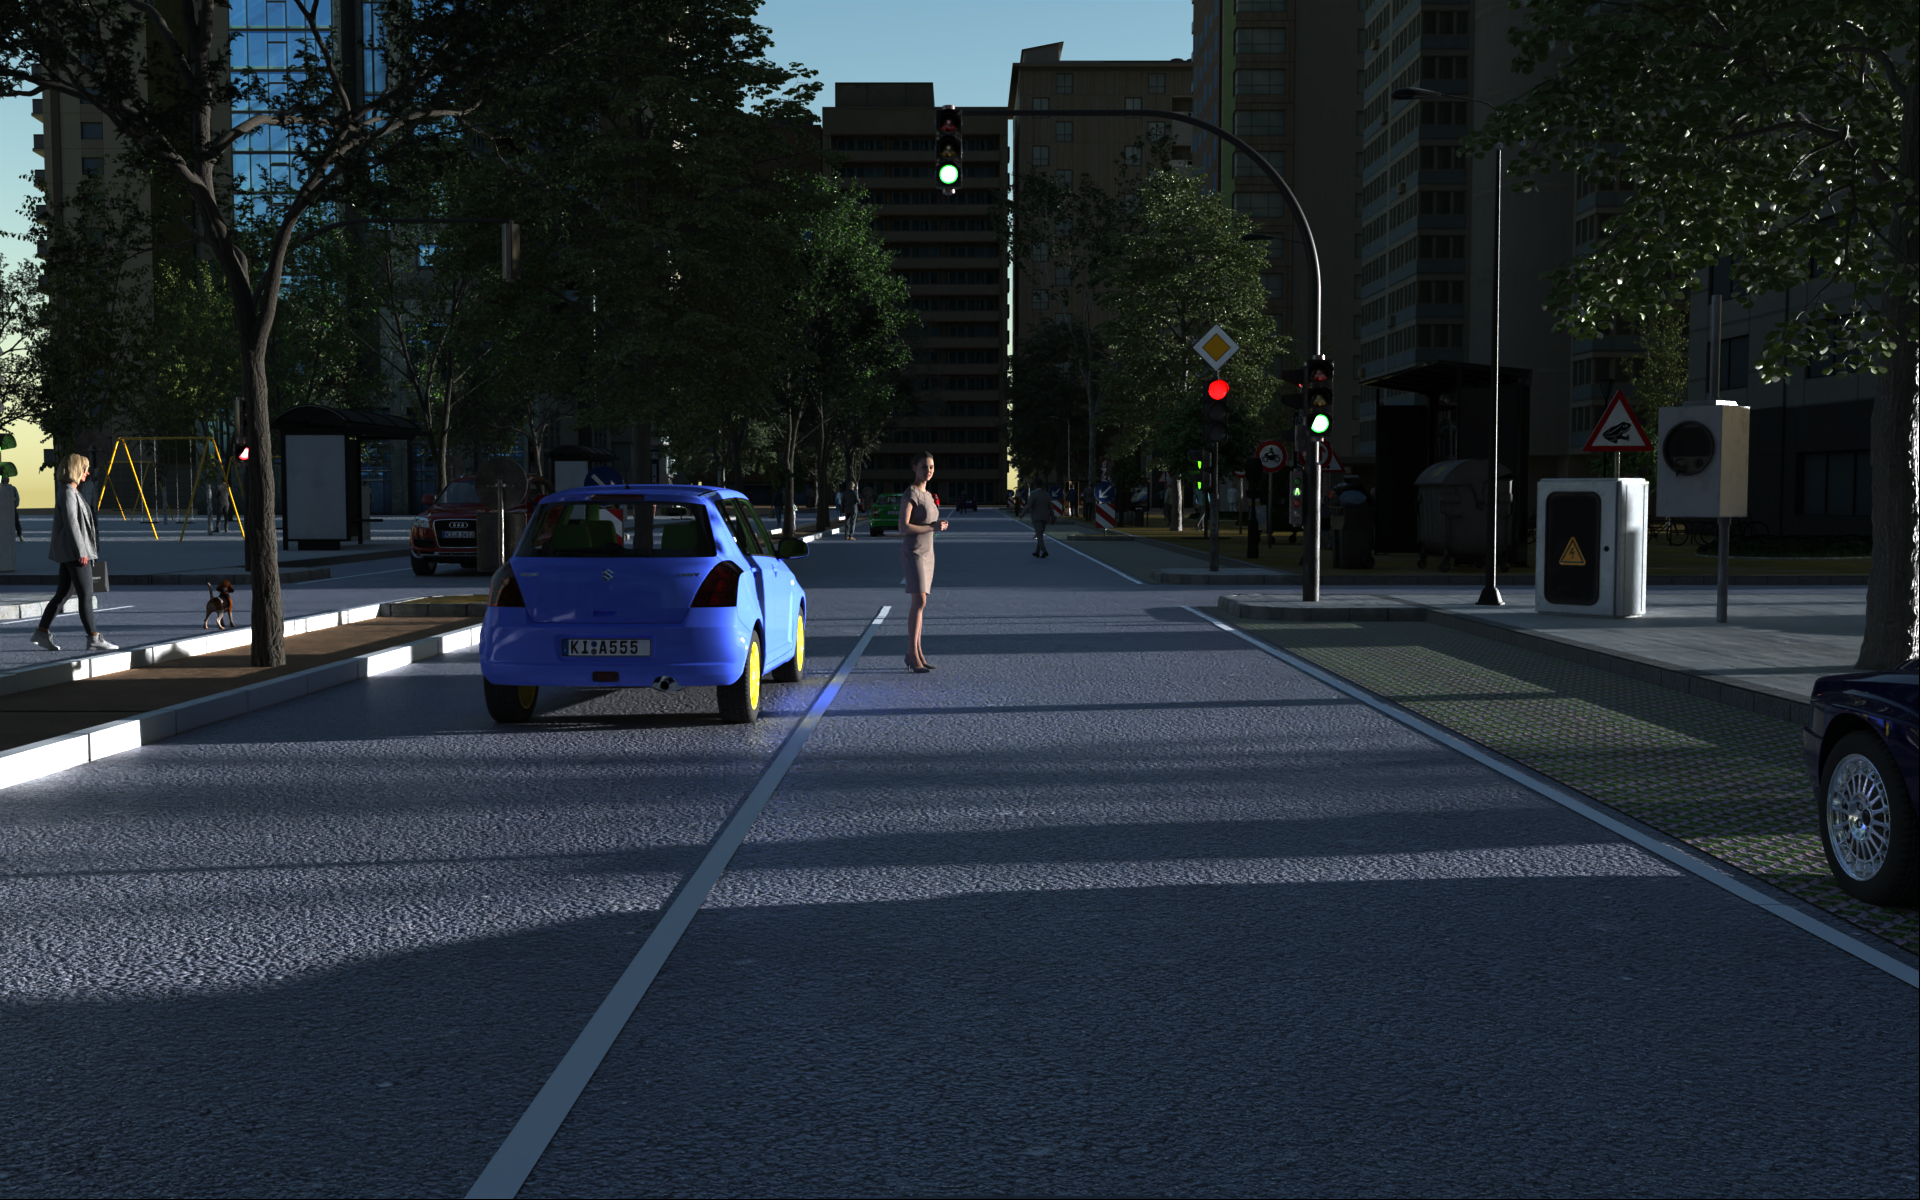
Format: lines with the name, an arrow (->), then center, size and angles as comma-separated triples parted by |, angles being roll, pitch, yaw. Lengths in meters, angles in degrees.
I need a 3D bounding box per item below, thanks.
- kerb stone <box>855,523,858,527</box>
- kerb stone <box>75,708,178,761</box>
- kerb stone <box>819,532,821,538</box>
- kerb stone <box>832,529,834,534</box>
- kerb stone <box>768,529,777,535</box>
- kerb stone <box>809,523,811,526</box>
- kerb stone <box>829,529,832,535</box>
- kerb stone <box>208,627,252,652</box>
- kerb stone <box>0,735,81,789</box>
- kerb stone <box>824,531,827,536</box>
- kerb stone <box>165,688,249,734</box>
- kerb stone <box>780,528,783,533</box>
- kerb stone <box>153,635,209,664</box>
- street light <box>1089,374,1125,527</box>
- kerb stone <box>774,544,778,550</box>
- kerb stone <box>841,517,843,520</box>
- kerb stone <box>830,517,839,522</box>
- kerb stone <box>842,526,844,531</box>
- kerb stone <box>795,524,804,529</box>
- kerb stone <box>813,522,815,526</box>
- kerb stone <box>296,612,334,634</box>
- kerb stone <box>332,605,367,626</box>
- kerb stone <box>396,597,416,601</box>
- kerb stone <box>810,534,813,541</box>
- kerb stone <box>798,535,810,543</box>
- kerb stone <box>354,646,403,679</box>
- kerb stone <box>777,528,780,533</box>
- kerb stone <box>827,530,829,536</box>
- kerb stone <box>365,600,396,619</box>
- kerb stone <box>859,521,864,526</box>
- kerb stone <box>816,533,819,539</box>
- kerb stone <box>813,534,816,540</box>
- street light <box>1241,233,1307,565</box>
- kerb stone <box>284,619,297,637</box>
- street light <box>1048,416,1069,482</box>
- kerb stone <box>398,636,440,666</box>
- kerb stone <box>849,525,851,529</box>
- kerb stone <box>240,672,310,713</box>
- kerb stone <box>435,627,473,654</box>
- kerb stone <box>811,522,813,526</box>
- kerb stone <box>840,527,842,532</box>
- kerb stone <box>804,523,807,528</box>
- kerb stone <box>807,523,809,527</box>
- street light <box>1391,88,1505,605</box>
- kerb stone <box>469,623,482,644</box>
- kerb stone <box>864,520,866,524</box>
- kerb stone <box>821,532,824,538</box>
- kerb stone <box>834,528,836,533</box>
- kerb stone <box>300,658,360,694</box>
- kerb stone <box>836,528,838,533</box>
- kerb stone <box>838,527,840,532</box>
kerb stone -> -4.569, -3.163, 73.906 | 0.120, 0.150, 1.000 | 0, 4, 0
kerb stone -> -4.720, 0.759, 9.784 | 0.120, 0.150, 1.000 | 0, 4, 0
kerb stone -> -4.619, -2.032, 55.425 | 0.120, 0.150, 1.000 | 0, 4, 0
kerb stone -> -4.605, -2.345, 60.559 | 0.120, 0.150, 1.000 | 0, 4, 0
kerb stone -> -6.704, -2.408, 61.651 | 0.120, 0.150, 1.000 | 0, 4, 0
kerb stone -> -6.670, -3.227, 74.964 | 0.120, 0.150, 1.000 | 0, 4, 0
kerb stone -> -4.602, -2.284, 59.535 | 0.120, 0.150, 1.000 | 0, 4, 0
kerb stone -> -6.806, 0.378, 16.017 | 0.120, 0.150, 1.000 | 0, 4, 0
kerb stone -> -4.719, 0.823, 8.755 | 0.120, 0.150, 1.000 | 0, 4, 0
kerb stone -> -4.614, -2.158, 57.485 | 0.120, 0.150, 1.000 | 0, 4, 0
kerb stone -> -4.719, 0.697, 10.808 | 0.120, 0.150, 1.000 | 0, 4, 0
kerb stone -> -6.694, -2.536, 63.699 | 0.120, 0.150, 1.000 | 0, 4, 0
kerb stone -> -6.807, 0.440, 14.995 | 0.120, 0.150, 1.000 | 0, 4, 0
street light -> 5.715, -5.796, 67.303 | 1.470, 5.913, 1.316 | 0, 4, 0
kerb stone -> -4.641, -1.344, 44.168 | 0.120, 0.150, 1.000 | 0, 4, 0
kerb stone -> -6.624, -4.419, 94.454 | 0.120, 0.150, 1.000 | 0, 4, 0
kerb stone -> -6.633, -4.229, 91.373 | 0.120, 0.150, 1.000 | 0, 4, 0
kerb stone -> -4.589, -2.661, 65.702 | 0.120, 0.150, 1.000 | 0, 4, 0
kerb stone -> -6.670, -3.039, 71.890 | 0.120, 0.150, 1.000 | 0, 4, 0
kerb stone -> -6.666, -3.340, 77.010 | 0.120, 0.150, 1.000 | 0, 4, 0
kerb stone -> -6.798, 0.255, 18.061 | 0.120, 0.150, 1.000 | 0, 4, 0
kerb stone -> -6.798, 0.190, 19.083 | 0.120, 0.150, 1.000 | 0, 4, 0
kerb stone -> -6.790, 0.070, 21.128 | 0.120, 0.150, 1.000 | 0, 4, 0
kerb stone -> -4.628, -1.843, 52.358 | 0.120, 0.150, 1.000 | 0, 4, 0
kerb stone -> -4.629, -1.782, 51.336 | 0.120, 0.150, 1.000 | 0, 4, 0
kerb stone -> -4.708, 0.511, 13.881 | 0.120, 0.150, 1.000 | 0, 4, 0
kerb stone -> -6.701, -2.476, 62.672 | 0.120, 0.150, 1.000 | 0, 4, 0
kerb stone -> -4.604, -2.219, 58.510 | 0.120, 0.150, 1.000 | 0, 4, 0
kerb stone -> -6.797, 0.128, 20.106 | 0.120, 0.150, 1.000 | 0, 4, 0
kerb stone -> -4.565, -3.476, 79.031 | 0.120, 0.150, 1.000 | 0, 4, 0
kerb stone -> -4.617, -1.970, 54.403 | 0.120, 0.150, 1.000 | 0, 4, 0
kerb stone -> -4.617, -1.907, 53.381 | 0.120, 0.150, 1.000 | 0, 4, 0
street light -> 5.713, -3.577, 31.032 | 1.470, 5.913, 1.316 | 0, 4, 0
kerb stone -> -6.804, 0.315, 17.039 | 0.120, 0.150, 1.000 | 0, 4, 0
street light -> 5.943, -8.014, 103.572 | 1.470, 5.913, 1.316 | 0, 4, 0
kerb stone -> -4.708, 0.448, 14.905 | 0.120, 0.150, 1.000 | 0, 4, 0
kerb stone -> -4.585, -2.913, 69.817 | 0.120, 0.150, 1.000 | 0, 4, 0
kerb stone -> -4.711, 0.634, 11.834 | 0.120, 0.150, 1.000 | 0, 4, 0
kerb stone -> -4.706, 0.385, 15.930 | 0.120, 0.150, 1.000 | 0, 4, 0
kerb stone -> -6.665, -3.290, 75.986 | 0.120, 0.150, 1.000 | 0, 4, 0
kerb stone -> -4.590, -2.598, 64.679 | 0.120, 0.150, 1.000 | 0, 4, 0
kerb stone -> -6.673, -3.102, 72.914 | 0.120, 0.150, 1.000 | 0, 4, 0
kerb stone -> -6.673, -3.165, 73.936 | 0.120, 0.150, 1.000 | 0, 4, 0
street light -> 5.623, -2.901, 19.972 | 1.470, 5.913, 1.316 | 0, 4, 0
kerb stone -> -4.697, 0.320, 16.958 | 0.120, 0.150, 1.000 | 0, 4, 0
kerb stone -> -4.562, -3.539, 80.053 | 0.120, 0.150, 1.000 | 0, 4, 0
kerb stone -> -4.614, -2.095, 56.450 | 0.120, 0.150, 1.000 | 0, 4, 0
kerb stone -> -4.606, -2.410, 61.591 | 0.120, 0.150, 1.000 | 0, 4, 0
kerb stone -> -4.711, 0.571, 12.859 | 0.120, 0.150, 1.000 | 0, 4, 0
kerb stone -> -4.605, -2.470, 62.622 | 0.120, 0.150, 1.000 | 0, 4, 0
kerb stone -> -4.602, -2.533, 63.657 | 0.120, 0.150, 1.000 | 0, 4, 0
